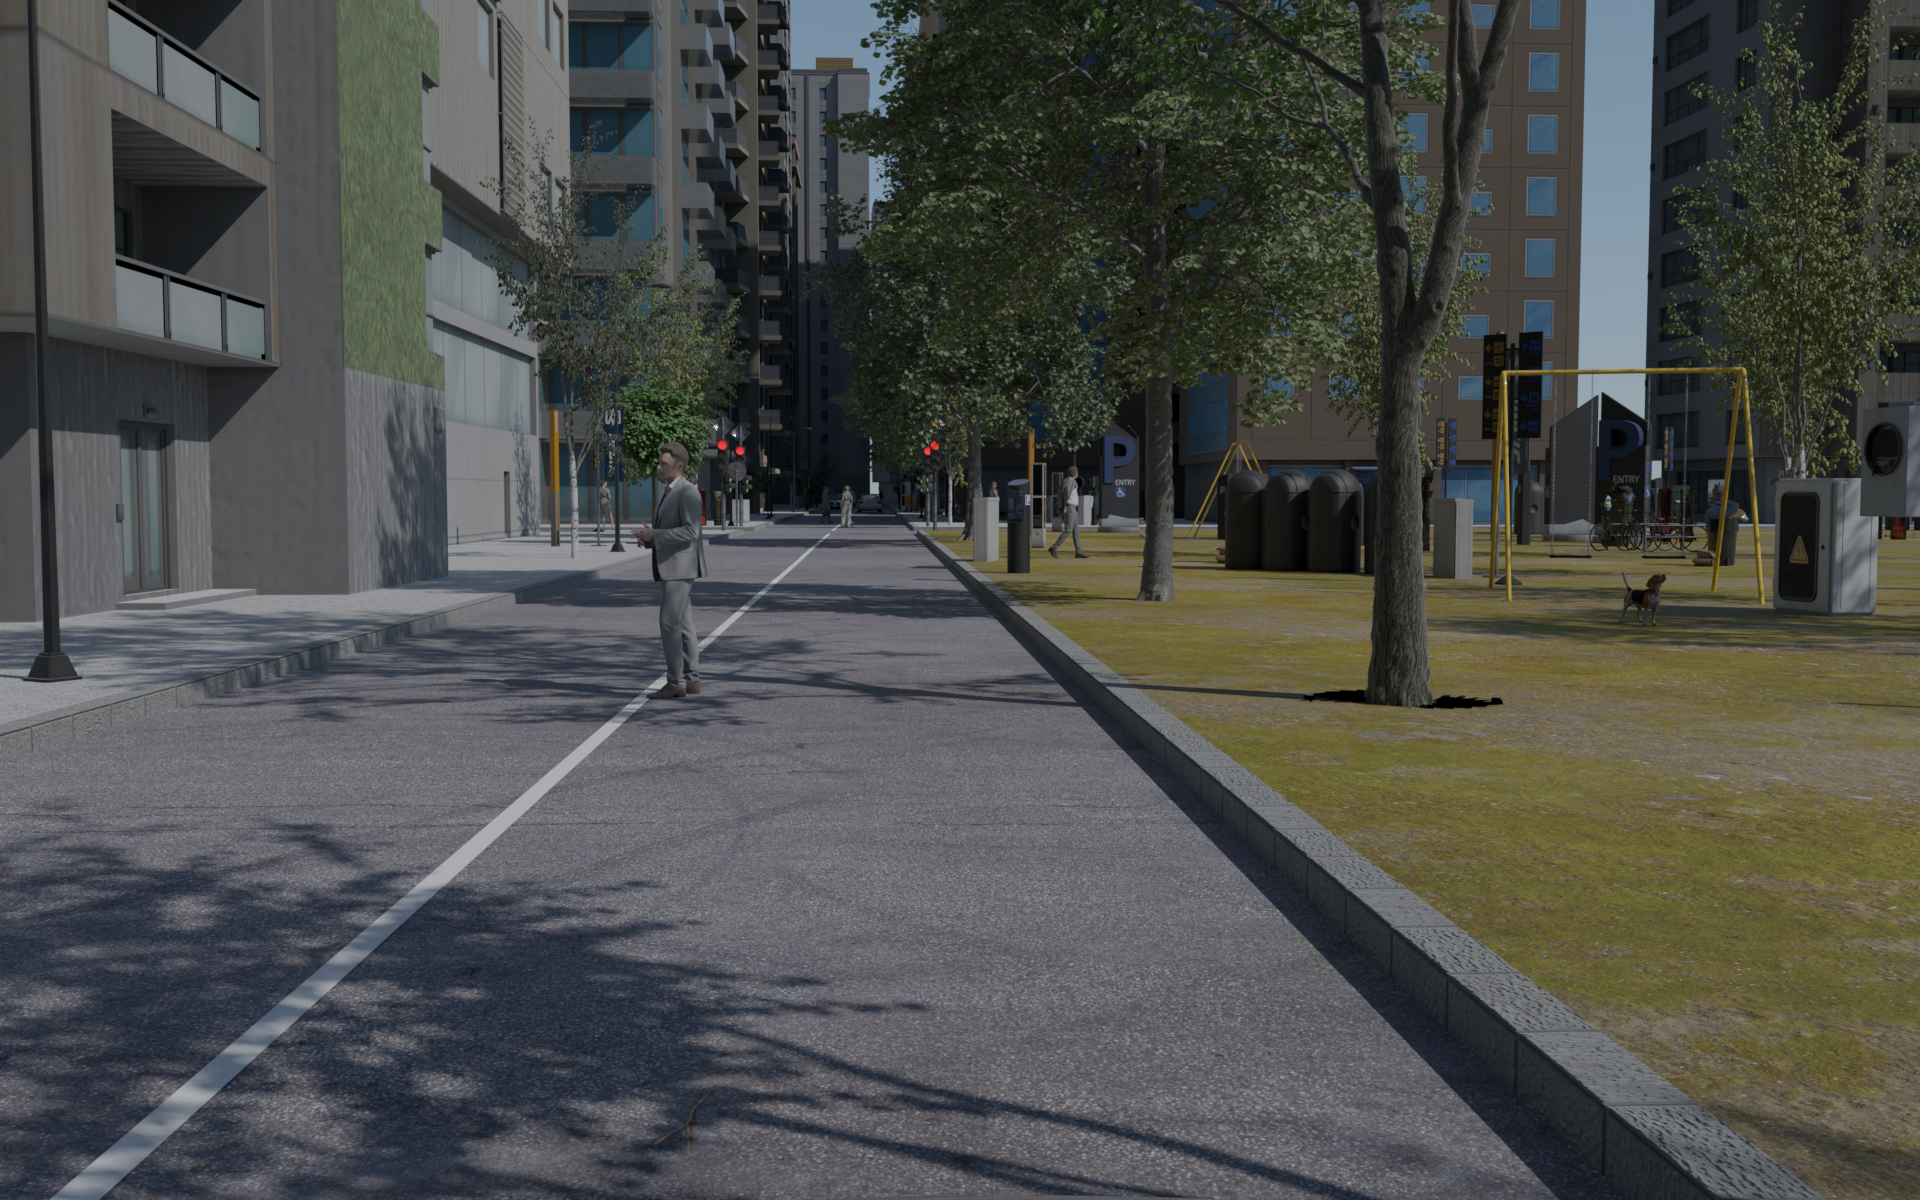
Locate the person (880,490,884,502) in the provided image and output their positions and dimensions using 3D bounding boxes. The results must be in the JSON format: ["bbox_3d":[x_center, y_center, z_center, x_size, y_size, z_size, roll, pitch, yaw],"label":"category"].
[{"bbox_3d":[-8.407,-10.868,185.819,0.705,1.869,1.348,-1,4,-19],"label":"person"}]

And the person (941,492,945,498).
[{"bbox_3d":[-1.102,-8.668,147.778,1.348,1.823,0.705,-2,4,-29],"label":"person"}]

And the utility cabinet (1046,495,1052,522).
[{"bbox_3d":[4.097,-4.155,79.091,0.306,1.237,1.020,-1,4,-11],"label":"utility cabinet"}]

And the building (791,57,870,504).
[{"bbox_3d":[-26.391,-42.505,236.955,28.212,58.520,21.231,0,4,-3],"label":"building"}]

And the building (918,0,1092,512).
[{"bbox_3d":[3.330,-30.887,155.107,14.600,45.320,14.200,0,4,-3],"label":"building"}]

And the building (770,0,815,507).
[{"bbox_3d":[-25.432,-45.167,176.728,20.563,71.187,20.611,0,4,-3],"label":"building"}]

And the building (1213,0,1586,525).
[{"bbox_3d":[18.087,-26.109,76.998,14.200,45.320,14.600,0,4,-3],"label":"building"}]

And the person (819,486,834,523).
[{"bbox_3d":[-6.507,-4.643,84.518,0.767,1.812,0.694,0,4,-8],"label":"person"}]

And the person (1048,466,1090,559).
[{"bbox_3d":[2.176,-1.732,34.459,0.850,1.850,0.679,0,4,3],"label":"person"}]

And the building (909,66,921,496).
[{"bbox_3d":[5.815,-31.935,176.766,22.147,44.769,28.867,0,4,-3],"label":"building"}]

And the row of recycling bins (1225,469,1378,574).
[{"bbox_3d":[5.908,-1.324,28.755,3.534,1.692,1.069,3,5,44],"label":"row of recycling bins"}]

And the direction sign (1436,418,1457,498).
[{"bbox_3d":[14.458,-3.642,51.551,0.876,3.537,0.379,-2,4,-35],"label":"direction sign"}]

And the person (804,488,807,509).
[{"bbox_3d":[-12.646,-8.396,143.586,0.573,1.790,0.520,-2,4,-35],"label":"person"}]

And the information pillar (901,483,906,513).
[{"bbox_3d":[-3.858,-6.995,118.861,0.304,2.012,0.304,1,4,11],"label":"information pillar"}]

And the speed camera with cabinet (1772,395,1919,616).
[{"bbox_3d":[9.392,-1.452,18.070,0.660,3.252,2.038,-1,4,-10],"label":"speed camera with cabinet"}]

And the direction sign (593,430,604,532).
[{"bbox_3d":[-12.297,-4.085,58.793,0.379,3.537,0.876,0,4,5],"label":"direction sign"}]

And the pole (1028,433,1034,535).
[{"bbox_3d":[2.221,-3.696,54.280,0.158,3.312,0.155,0,3,0],"label":"pole"}]

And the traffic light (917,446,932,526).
[{"bbox_3d":[-1.295,-4.889,68.851,0.839,4.253,0.868,0,4,-3],"label":"traffic light"}]

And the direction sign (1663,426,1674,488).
[{"bbox_3d":[23.847,-4.059,58.361,0.379,3.537,0.876,3,5,41],"label":"direction sign"}]

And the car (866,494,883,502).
[{"bbox_3d":[-8.409,-9.669,166.879,1.959,1.807,4.718,0,4,-3],"label":"car"}]

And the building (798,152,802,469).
[{"bbox_3d":[-31.836,-33.709,205.774,28.867,44.769,22.147,0,4,-3],"label":"building"}]

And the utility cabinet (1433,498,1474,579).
[{"bbox_3d":[7.584,-0.947,26.639,0.306,1.237,1.020,0,4,-3],"label":"utility cabinet"}]

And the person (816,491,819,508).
[{"bbox_3d":[-13.586,-9.723,165.020,0.705,1.822,1.348,0,4,-5],"label":"person"}]

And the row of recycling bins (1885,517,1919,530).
[{"bbox_3d":[34.399,-3.286,60.838,1.069,1.692,3.534,-3,5,-43],"label":"row of recycling bins"}]

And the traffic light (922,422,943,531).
[{"bbox_3d":[-0.901,-4.401,60.875,0.839,4.253,0.868,0,4,-3],"label":"traffic light"}]

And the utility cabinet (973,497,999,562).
[{"bbox_3d":[0.494,-1.351,33.243,0.306,1.237,1.020,1,4,14],"label":"utility cabinet"}]

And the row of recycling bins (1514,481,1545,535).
[{"bbox_3d":[18.485,-2.999,56.150,1.069,1.692,3.534,1,4,17],"label":"row of recycling bins"}]

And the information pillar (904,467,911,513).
[{"bbox_3d":[-3.640,-7.821,119.223,0.504,3.616,0.183,1,4,15],"label":"information pillar"}]

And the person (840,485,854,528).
[{"bbox_3d":[-4.798,-3.993,74.018,0.641,1.798,0.478,-2,4,-30],"label":"person"}]

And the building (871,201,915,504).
[{"bbox_3d":[-5.079,-33.707,234.700,14.086,41.232,14.154,0,4,-3],"label":"building"}]

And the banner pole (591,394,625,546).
[{"bbox_3d":[-8.670,-3.215,42.581,0.863,3.779,0.401,0,4,-5],"label":"banner pole"}]

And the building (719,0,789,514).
[{"bbox_3d":[-23.417,-28.565,121.661,22.147,44.769,28.867,0,4,-3],"label":"building"}]

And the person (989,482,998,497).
[{"bbox_3d":[1.506,-4.058,72.659,0.573,1.790,0.520,-3,5,-43],"label":"person"}]

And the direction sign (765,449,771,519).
[{"bbox_3d":[-9.764,-5.870,87.975,0.379,3.537,0.876,-1,4,-9],"label":"direction sign"}]

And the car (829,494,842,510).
[{"bbox_3d":[-10.269,-8.101,142.231,2.009,1.686,4.222,0,4,-4],"label":"car"}]

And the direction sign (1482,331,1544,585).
[{"bbox_3d":[7.777,-1.985,24.451,0.876,3.537,0.379,3,5,43],"label":"direction sign"}]

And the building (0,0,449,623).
[{"bbox_3d":[-14.692,-20.498,18.730,14.154,41.232,14.086,0,4,-3],"label":"building"}]

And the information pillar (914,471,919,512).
[{"bbox_3d":[-3.160,-8.291,126.912,0.183,3.616,0.504,2,4,27],"label":"information pillar"}]

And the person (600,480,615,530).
[{"bbox_3d":[-12.477,-3.344,61.053,0.599,1.781,0.374,1,4,9],"label":"person"}]

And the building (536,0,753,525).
[{"bbox_3d":[-22.727,-28.399,83.927,23.786,49.044,30.456,0,4,-3],"label":"building"}]

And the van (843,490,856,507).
[{"bbox_3d":[-12.459,-11.309,191.909,2.013,2.044,4.112,0,4,-1],"label":"van"}]

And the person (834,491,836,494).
[{"bbox_3d":[-12.055,-9.735,168.227,0.434,1.755,0.990,1,4,20],"label":"person"}]

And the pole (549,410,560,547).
[{"bbox_3d":[-9.888,-2.961,42.251,0.158,3.312,0.155,0,3,0],"label":"pole"}]

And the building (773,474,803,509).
[{"bbox_3d":[-30.587,-28.333,155.132,32.217,40.220,23.993,0,4,-3],"label":"building"}]

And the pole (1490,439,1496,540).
[{"bbox_3d":[14.962,-3.339,48.443,0.158,3.312,0.155,0,3,0],"label":"pole"}]

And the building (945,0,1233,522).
[{"bbox_3d":[5.990,-27.163,94.221,14.600,45.320,14.200,0,4,-3],"label":"building"}]

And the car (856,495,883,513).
[{"bbox_3d":[-6.992,-7.438,133.971,2.083,1.381,4.827,0,4,-5],"label":"car"}]

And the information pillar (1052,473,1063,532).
[{"bbox_3d":[3.319,-3.339,59.082,0.304,2.012,0.304,1,4,18],"label":"information pillar"}]

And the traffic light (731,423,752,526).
[{"bbox_3d":[-8.647,-4.866,68.473,0.839,4.253,0.868,0,4,-3],"label":"traffic light"}]

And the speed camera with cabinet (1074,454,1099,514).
[{"bbox_3d":[6.403,-5.623,86.278,2.038,3.252,0.660,0,4,7],"label":"speed camera with cabinet"}]

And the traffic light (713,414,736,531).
[{"bbox_3d":[-8.253,-4.378,60.498,0.839,4.253,0.868,0,4,-3],"label":"traffic light"}]

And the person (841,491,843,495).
[{"bbox_3d":[-11.087,-9.331,161.983,0.530,1.710,0.541,2,4,33],"label":"person"}]

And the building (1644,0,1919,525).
[{"bbox_3d":[40.304,-18.656,76.722,14.107,30.474,14.160,0,4,-3],"label":"building"}]

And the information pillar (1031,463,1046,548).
[{"bbox_3d":[1.869,-2.244,41.173,0.304,2.012,0.304,1,4,13],"label":"information pillar"}]

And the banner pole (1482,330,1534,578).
[{"bbox_3d":[8.355,-2.224,26.387,0.401,3.779,0.863,-1,4,-23],"label":"banner pole"}]

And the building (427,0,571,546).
[{"bbox_3d":[-24.970,-27.664,41.546,27.495,52.752,28.713,0,4,-3],"label":"building"}]

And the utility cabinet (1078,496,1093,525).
[{"bbox_3d":[5.250,-3.725,72.069,0.306,1.237,1.020,2,4,31],"label":"utility cabinet"}]

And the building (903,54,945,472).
[{"bbox_3d":[7.861,-37.648,204.785,28.713,52.752,27.495,0,4,-3],"label":"building"}]

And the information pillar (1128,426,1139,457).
[{"bbox_3d":[5.905,-4.146,59.148,0.183,3.616,0.504,-3,4,-37],"label":"information pillar"}]
